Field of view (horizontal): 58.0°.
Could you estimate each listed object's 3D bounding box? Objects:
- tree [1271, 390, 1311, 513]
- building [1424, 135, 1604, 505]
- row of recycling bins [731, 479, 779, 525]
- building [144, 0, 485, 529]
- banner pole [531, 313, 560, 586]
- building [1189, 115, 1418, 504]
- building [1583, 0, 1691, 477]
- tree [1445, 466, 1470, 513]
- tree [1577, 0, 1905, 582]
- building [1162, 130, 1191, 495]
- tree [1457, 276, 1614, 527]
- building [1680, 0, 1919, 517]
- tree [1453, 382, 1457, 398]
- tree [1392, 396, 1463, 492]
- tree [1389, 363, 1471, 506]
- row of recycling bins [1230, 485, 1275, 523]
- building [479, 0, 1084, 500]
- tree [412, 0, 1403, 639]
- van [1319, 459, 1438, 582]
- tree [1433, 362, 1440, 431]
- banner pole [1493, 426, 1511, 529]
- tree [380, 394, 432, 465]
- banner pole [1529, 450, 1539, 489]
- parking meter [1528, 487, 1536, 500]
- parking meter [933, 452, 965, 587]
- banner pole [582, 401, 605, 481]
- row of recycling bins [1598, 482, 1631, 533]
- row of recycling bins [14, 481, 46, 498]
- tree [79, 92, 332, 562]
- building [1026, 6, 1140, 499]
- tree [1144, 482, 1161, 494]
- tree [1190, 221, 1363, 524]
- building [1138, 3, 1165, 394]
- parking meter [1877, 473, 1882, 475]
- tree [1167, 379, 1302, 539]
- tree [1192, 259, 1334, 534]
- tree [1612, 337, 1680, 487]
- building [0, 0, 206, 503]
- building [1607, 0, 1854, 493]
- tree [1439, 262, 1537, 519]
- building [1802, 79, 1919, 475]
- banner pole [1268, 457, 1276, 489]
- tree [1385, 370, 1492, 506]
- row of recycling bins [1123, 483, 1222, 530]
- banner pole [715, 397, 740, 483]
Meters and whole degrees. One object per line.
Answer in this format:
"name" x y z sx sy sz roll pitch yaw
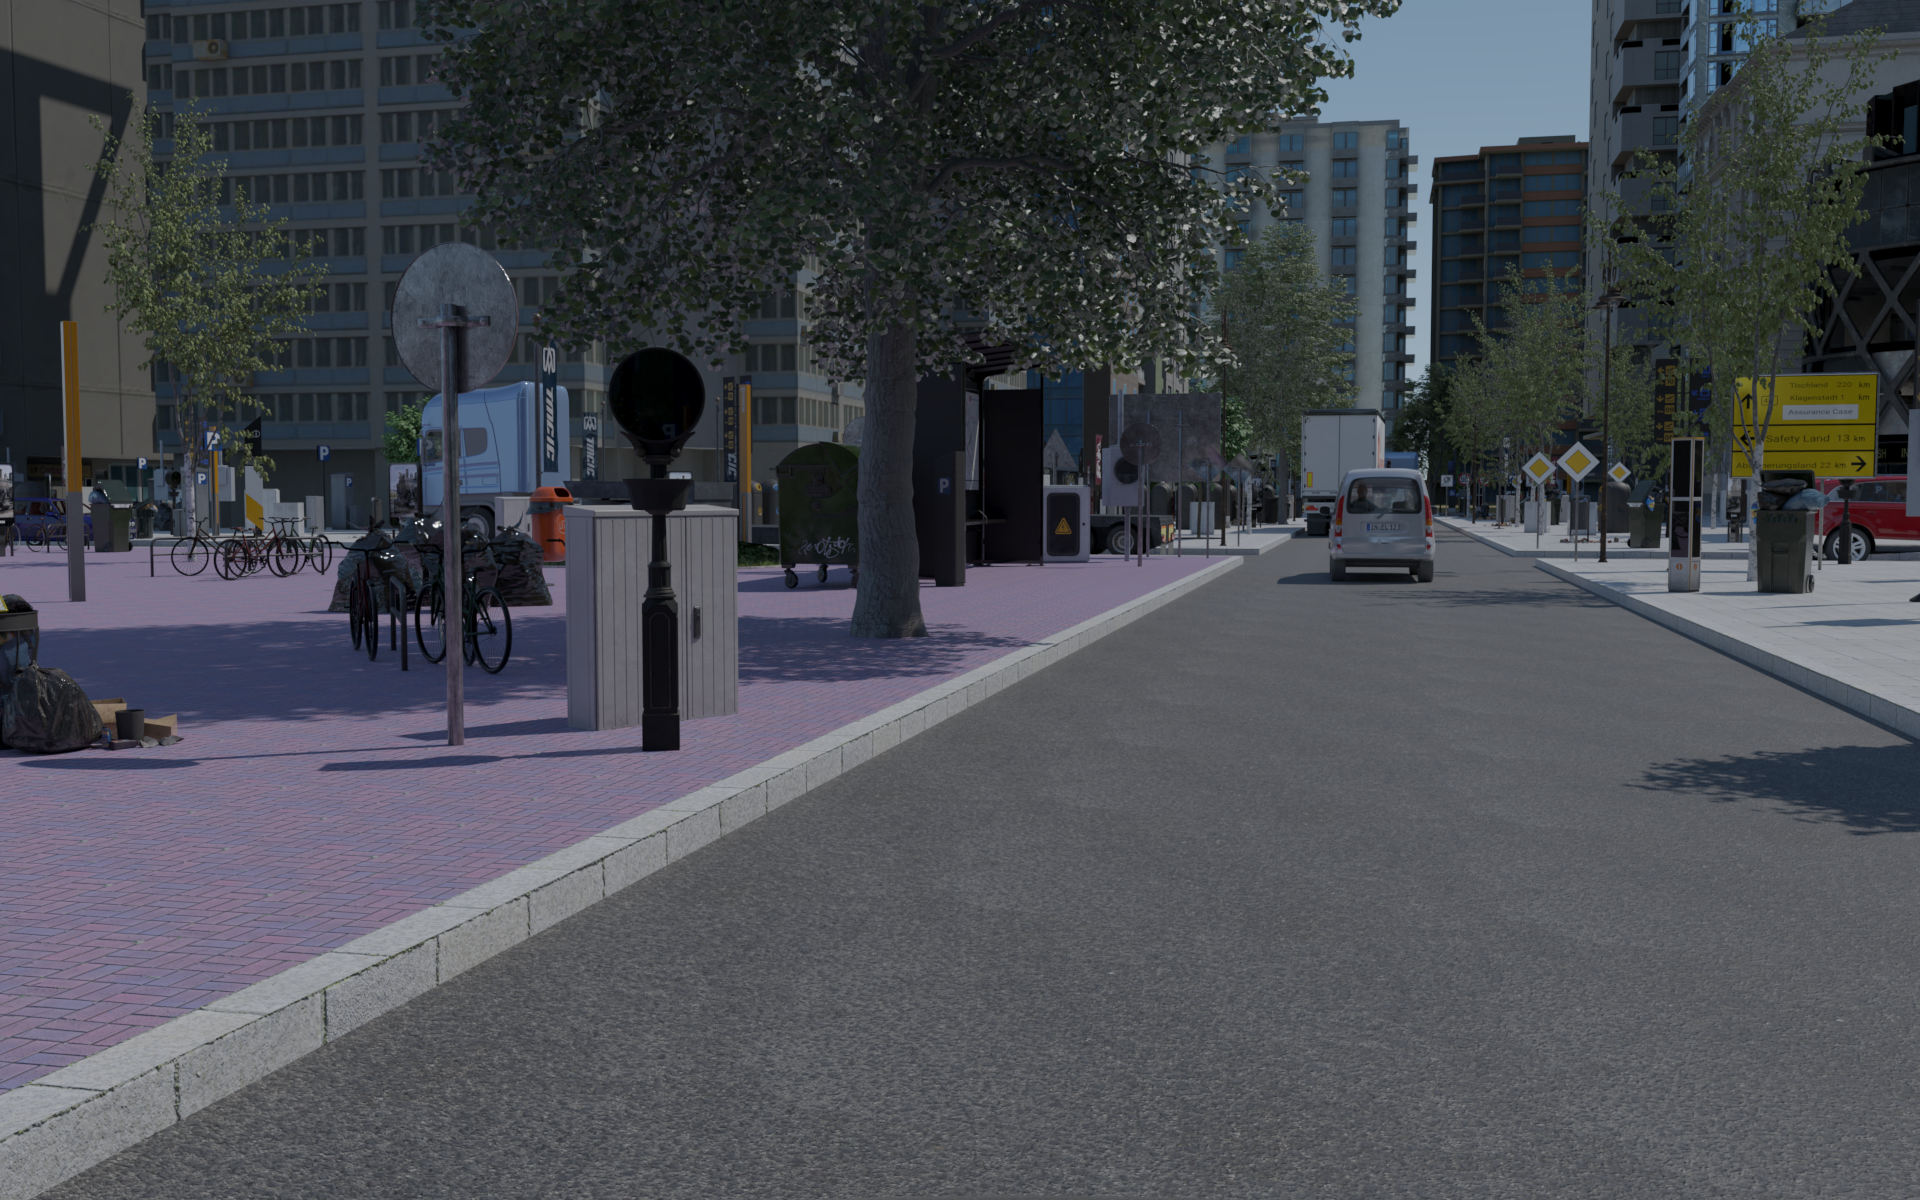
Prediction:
"tree" 22.666 -10.067 114.953 4.737 8.622 4.395 0 3 0
"building" 71.364 -34.262 214.808 28.867 44.769 22.147 1 4 13
"row of recycling bins" -4.985 -2.574 49.196 3.534 1.692 1.069 -3 5 -42
"building" -16.860 -23.314 73.065 32.217 40.220 23.993 1 4 13
"banner pole" -5.815 -2.097 24.302 0.401 3.779 0.863 1 4 13
"building" 42.721 -36.874 222.504 30.456 49.044 23.786 1 4 13
"building" 71.102 -34.488 153.111 28.713 52.752 27.495 1 4 13
"tree" 33.702 -7.514 117.449 1.663 3.219 1.824 0 3 0
"tree" 11.599 -4.591 25.432 4.737 8.622 4.395 0 3 0
"building" 11.490 -44.775 170.321 20.611 71.187 20.563 1 4 13
"tree" 19.826 -6.683 59.627 4.360 8.622 3.978 0 3 0
"building" 49.182 -18.911 96.578 14.401 28.519 23.554 1 4 13
"tree" 21.499 -7.135 67.016 4.360 8.622 3.978 0 3 0
"tree" 45.762 -14.873 168.936 9.928 11.665 9.643 0 3 0
"tree" 41.021 -14.142 149.354 7.486 12.596 7.792 0 3 0
"row of recycling bins" 12.272 -4.259 76.751 3.534 1.692 1.069 2 4 30
"building" -9.015 -25.444 107.894 32.217 40.220 23.993 1 4 13
"tree" -0.585 -6.651 15.396 9.857 13.997 8.962 0 3 0
"van" 7.187 -1.386 29.681 2.013 2.044 4.112 1 4 12
"tree" 26.189 -8.467 88.801 4.737 8.622 4.395 0 3 0
"banner pole" 19.944 -4.497 63.549 0.863 3.779 0.401 -3 5 -41
"tree" -17.531 -4.486 57.060 4.285 4.588 4.351 0 3 0
"banner pole" 32.474 -6.591 97.782 0.863 3.779 0.401 -1 4 -21
"parking meter" 33.231 -5.804 100.614 0.399 1.863 0.255 0 4 6
"parking meter" -0.149 -1.122 24.057 0.399 1.863 0.255 3 5 40
"banner pole" -9.808 -3.465 46.671 0.863 3.779 0.401 -3 5 -40
"row of recycling bins" 22.056 -3.129 58.274 1.069 1.692 3.534 1 4 18
"row of recycling bins" -30.811 -3.028 56.615 1.069 1.692 3.534 -3 5 -42
"tree" -14.280 -5.013 32.317 4.737 8.622 4.395 0 3 0
"building" 5.283 -29.139 126.532 14.600 45.320 14.200 1 4 13
"tree" 11.100 -6.437 99.846 1.663 3.219 1.824 0 3 0
"tree" 13.235 -9.467 72.917 7.486 12.596 7.792 0 3 0
"building" 8.714 -27.936 140.352 14.154 41.232 14.086 1 4 13
"parking meter" 25.005 -2.529 47.054 0.255 1.863 0.399 -3 5 -45
"tree" 6.819 -4.025 49.520 4.285 4.588 4.351 0 3 0
"tree" 9.442 -6.393 54.894 4.360 8.622 3.978 0 3 0
"tree" 32.062 -8.057 82.087 4.360 8.622 3.978 0 3 0
"building" -51.053 -27.990 81.345 21.600 48.544 21.300 1 4 13
"building" 60.955 -49.652 124.488 22.319 86.520 31.000 1 4 13
"tree" 17.842 -6.313 53.580 4.737 8.622 4.395 0 3 0
"building" 46.088 -12.759 76.060 16.820 18.784 16.811 1 4 13
"banner pole" 19.816 -7.361 110.376 0.401 3.779 0.863 -3 5 -40
"tree" 35.655 -11.937 129.583 8.767 10.594 7.601 -2 4 -23
"row of recycling bins" 7.790 -3.396 62.637 3.534 1.692 1.069 1 4 13
"banner pole" -6.056 -3.359 44.944 0.863 3.779 0.401 0 4 7
